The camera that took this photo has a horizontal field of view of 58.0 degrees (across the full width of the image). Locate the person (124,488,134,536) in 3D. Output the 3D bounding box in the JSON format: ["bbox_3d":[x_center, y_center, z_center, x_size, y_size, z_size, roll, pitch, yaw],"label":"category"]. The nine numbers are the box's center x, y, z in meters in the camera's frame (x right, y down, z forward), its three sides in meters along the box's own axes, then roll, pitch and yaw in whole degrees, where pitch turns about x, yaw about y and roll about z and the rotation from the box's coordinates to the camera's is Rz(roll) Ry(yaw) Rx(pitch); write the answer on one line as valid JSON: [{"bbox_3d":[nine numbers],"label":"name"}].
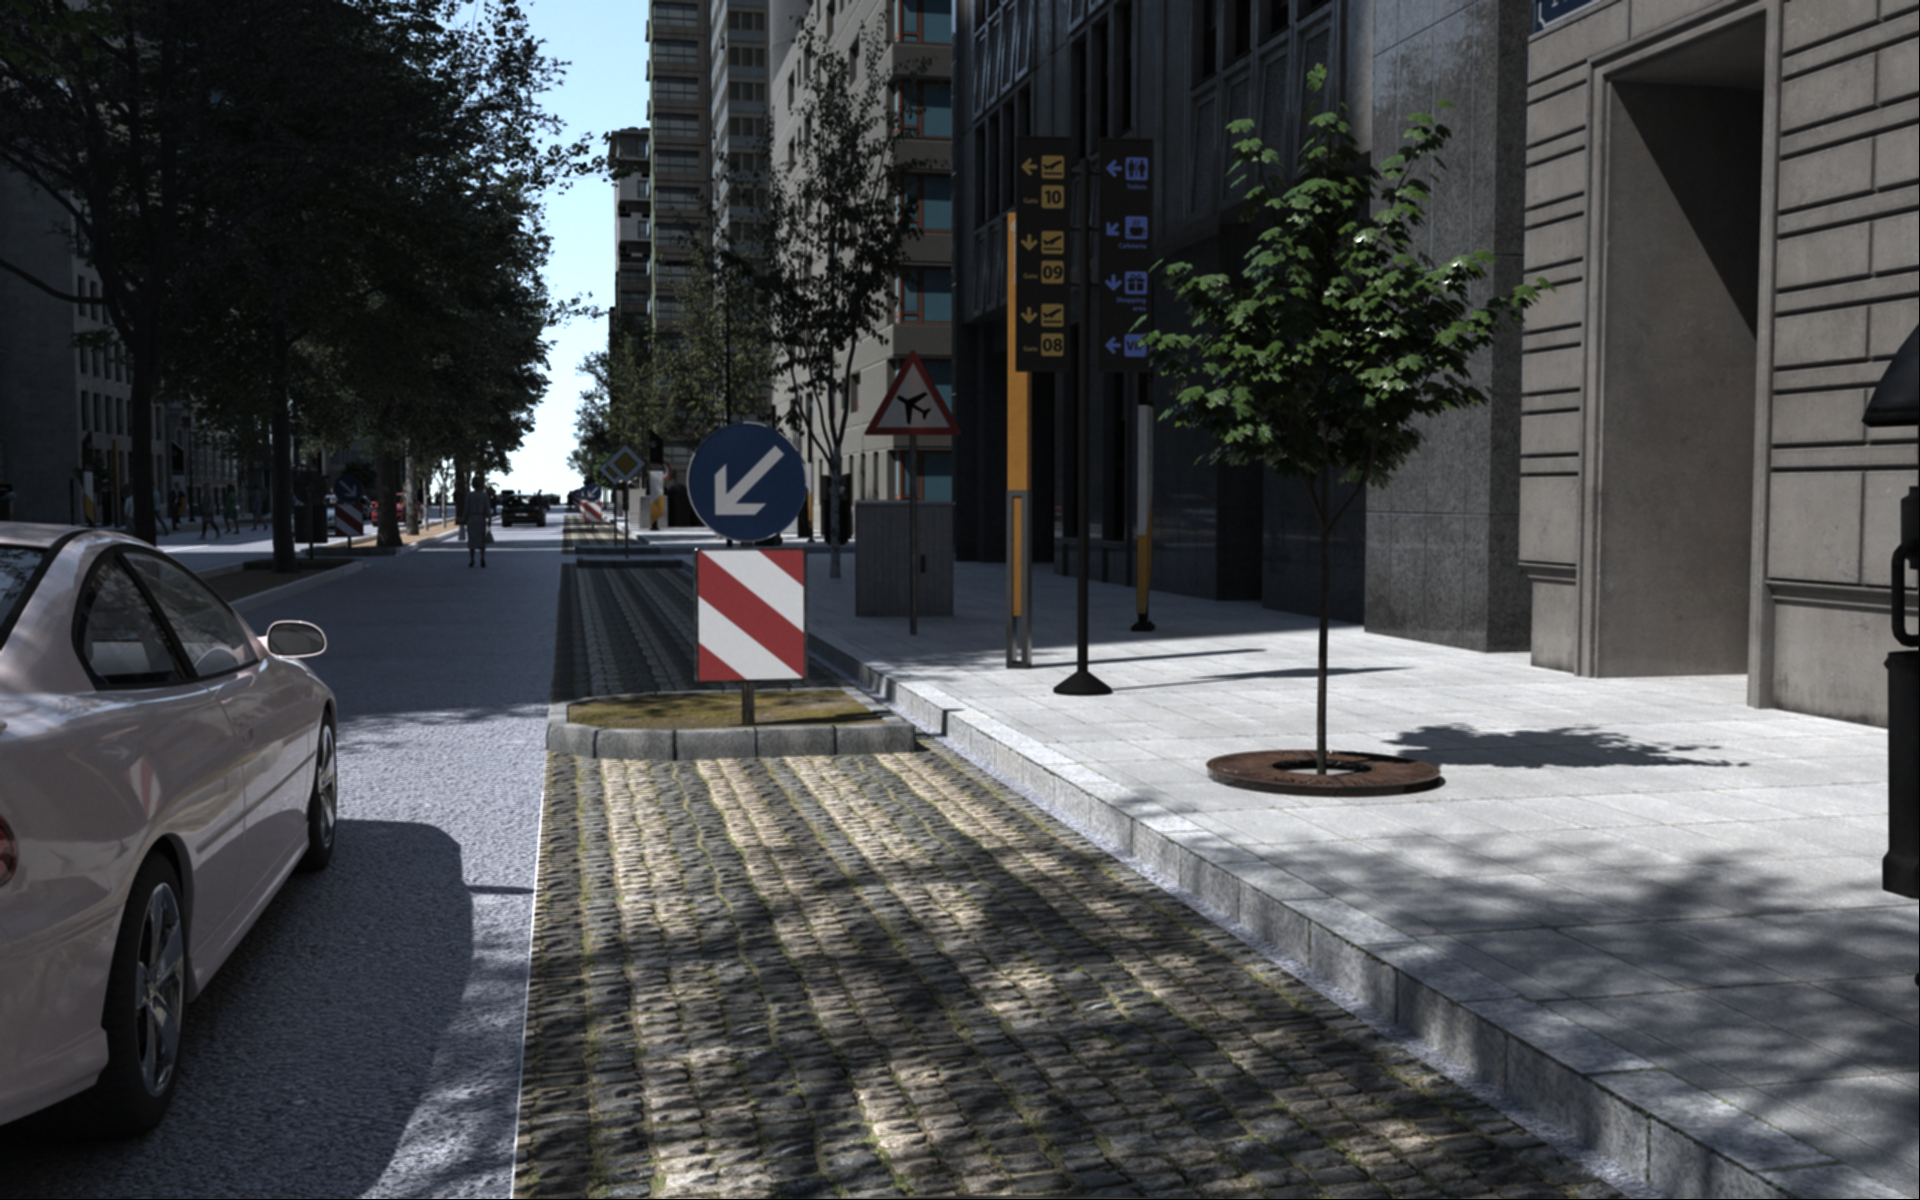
[{"bbox_3d":[-23.425,-2.371,49.076,0.589,1.601,0.330,-3,5,-42],"label":"person"}]

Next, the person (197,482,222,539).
[{"bbox_3d":[-23.660,-2.808,54.596,0.728,1.800,0.709,-3,4,-39],"label":"person"}]

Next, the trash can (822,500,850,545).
[{"bbox_3d":[-3.135,-1.972,43.900,0.748,1.137,0.748,0,3,0],"label":"trash can"}]

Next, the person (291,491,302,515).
[{"bbox_3d":[-27.111,-3.797,70.673,0.616,1.811,0.778,-2,4,-28],"label":"person"}]

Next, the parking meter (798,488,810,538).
[{"bbox_3d":[-4.597,-2.606,51.024,0.372,1.533,0.369,0,3,0],"label":"parking meter"}]

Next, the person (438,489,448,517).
[{"bbox_3d":[-32.863,-6.193,110.025,0.678,1.792,0.850,0,4,-2],"label":"person"}]

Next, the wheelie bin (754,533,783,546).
[{"bbox_3d":[-4.807,-2.140,42.904,0.693,1.594,0.980,1,4,17],"label":"wheelie bin"}]

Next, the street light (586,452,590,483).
[{"bbox_3d":[-30.877,-10.718,147.783,1.470,5.913,1.316,-1,4,-13],"label":"street light"}]

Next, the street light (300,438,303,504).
[{"bbox_3d":[-42.594,-8.620,113.477,1.470,5.913,1.316,-1,4,-13],"label":"street light"}]

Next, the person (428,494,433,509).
[{"bbox_3d":[-52.460,-9.767,171.442,1.065,1.426,0.557,-3,4,-36],"label":"person"}]

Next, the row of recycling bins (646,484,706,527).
[{"bbox_3d":[-10.691,-3.740,68.268,3.534,1.692,1.069,-3,4,-38],"label":"row of recycling bins"}]

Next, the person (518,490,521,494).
[{"bbox_3d":[-29.718,-6.584,116.965,1.217,1.723,0.721,0,4,2],"label":"person"}]

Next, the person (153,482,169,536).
[{"bbox_3d":[-27.547,-3.118,59.339,0.748,1.841,0.638,0,4,7],"label":"person"}]

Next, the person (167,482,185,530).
[{"bbox_3d":[-30.885,-3.698,68.318,0.474,1.900,0.648,0,4,7],"label":"person"}]

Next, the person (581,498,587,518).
[{"bbox_3d":[-22.230,-5.733,102.474,0.600,1.795,0.529,1,4,14],"label":"person"}]

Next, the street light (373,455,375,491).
[{"bbox_3d":[-52.109,-11.195,155.585,1.470,5.913,1.316,-1,4,-13],"label":"street light"}]

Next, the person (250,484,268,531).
[{"bbox_3d":[-27.496,-3.629,67.856,0.654,1.822,0.581,1,4,10],"label":"person"}]

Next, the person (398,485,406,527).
[{"bbox_3d":[-23.974,-4.072,74.984,0.656,1.842,0.836,-1,4,-23],"label":"person"}]

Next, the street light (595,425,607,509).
[{"bbox_3d":[-23.591,-8.743,115.492,1.470,5.913,1.316,-1,4,-13],"label":"street light"}]

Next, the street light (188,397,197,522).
[{"bbox_3d":[-35.014,-6.579,80.100,1.470,5.913,1.316,-1,4,-13],"label":"street light"}]

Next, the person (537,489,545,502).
[{"bbox_3d":[-28.864,-6.752,119.351,0.568,1.767,0.683,-1,4,-12],"label":"person"}]

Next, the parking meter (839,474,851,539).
[{"bbox_3d":[-3.320,-2.671,49.388,0.399,1.863,0.255,2,4,24],"label":"parking meter"}]

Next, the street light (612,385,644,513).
[{"bbox_3d":[-14.053,-6.189,73.725,1.470,5.913,1.316,-1,4,-13],"label":"street light"}]

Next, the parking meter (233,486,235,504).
[{"bbox_3d":[-43.280,-5.944,102.889,0.255,1.863,0.399,3,5,43],"label":"parking meter"}]

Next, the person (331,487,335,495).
[{"bbox_3d":[-26.078,-3.850,72.206,0.466,1.731,0.760,1,4,16],"label":"person"}]

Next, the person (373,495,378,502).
[{"bbox_3d":[-47.983,-8.121,141.968,0.721,1.739,1.217,1,4,8],"label":"person"}]

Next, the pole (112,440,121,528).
[{"bbox_3d":[-31.809,-4.372,65.326,0.158,3.312,0.155,0,3,0],"label":"pole"}]

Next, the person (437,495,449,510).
[{"bbox_3d":[-38.461,-7.316,128.944,1.217,1.723,0.721,2,4,29],"label":"person"}]

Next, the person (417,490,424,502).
[{"bbox_3d":[-47.274,-8.738,151.396,1.348,1.821,0.705,1,4,14],"label":"person"}]

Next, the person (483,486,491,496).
[{"bbox_3d":[-26.151,-5.357,95.451,0.474,1.900,0.648,1,4,15],"label":"person"}]

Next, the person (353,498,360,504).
[{"bbox_3d":[-31.787,-5.042,91.107,0.590,1.801,0.661,-2,4,-29],"label":"person"}]

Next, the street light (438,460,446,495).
[{"bbox_3d":[-70.444,-16.104,235.842,1.470,5.913,1.316,-1,4,-13],"label":"street light"}]

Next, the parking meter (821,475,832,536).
[{"bbox_3d":[-4.112,-2.928,53.578,0.255,1.863,0.399,2,4,29],"label":"parking meter"}]

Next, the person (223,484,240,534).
[{"bbox_3d":[-26.272,-3.282,62.410,0.529,1.795,0.600,0,4,-8],"label":"person"}]

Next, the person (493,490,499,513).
[{"bbox_3d":[-34.217,-7.249,127.734,0.721,1.743,1.217,-2,4,-29],"label":"person"}]

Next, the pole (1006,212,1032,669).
[{"bbox_3d":[0.436,-1.153,12.687,0.158,3.312,0.155,0,3,0],"label":"pole"}]

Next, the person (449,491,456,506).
[{"bbox_3d":[-62.270,-12.533,213.371,1.348,1.831,0.705,-1,4,-23],"label":"person"}]

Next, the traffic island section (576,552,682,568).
[{"bbox_3d":[-6.642,-0.756,34.645,2.009,0.180,2.903,-1,4,-13],"label":"traffic island section"}]

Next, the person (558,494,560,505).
[{"bbox_3d":[-53.858,-13.514,232.717,0.557,1.426,1.065,-1,4,-10],"label":"person"}]

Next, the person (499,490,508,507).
[{"bbox_3d":[-34.745,-7.528,132.368,0.721,1.735,1.217,3,4,37],"label":"person"}]

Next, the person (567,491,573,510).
[{"bbox_3d":[-33.522,-8.532,148.909,0.541,1.710,0.530,-2,4,-34],"label":"person"}]

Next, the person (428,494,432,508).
[{"bbox_3d":[-56.050,-10.464,182.778,0.628,1.438,0.799,-1,4,-9],"label":"person"}]

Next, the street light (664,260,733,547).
[{"bbox_3d":[-5.173,-3.797,34.629,1.470,5.913,1.316,-1,4,-13],"label":"street light"}]

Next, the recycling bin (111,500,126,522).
[{"bbox_3d":[-38.169,-4.055,78.848,0.722,1.027,0.722,3,5,39],"label":"recycling bin"}]

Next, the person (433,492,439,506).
[{"bbox_3d":[-62.000,-11.998,205.391,1.217,1.736,0.721,1,4,17],"label":"person"}]

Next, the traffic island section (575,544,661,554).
[{"bbox_3d":[-8.414,-1.232,42.432,2.009,0.180,2.903,-1,4,-13],"label":"traffic island section"}]

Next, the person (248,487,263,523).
[{"bbox_3d":[-34.640,-4.687,85.233,0.694,1.812,0.767,0,4,-4],"label":"person"}]

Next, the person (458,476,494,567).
[{"bbox_3d":[-9.488,-1.532,33.906,0.694,1.780,0.624,-1,4,-11],"label":"person"}]

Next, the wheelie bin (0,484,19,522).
[{"bbox_3d":[-29.117,-2.735,52.620,0.980,1.594,0.693,-1,4,-17],"label":"wheelie bin"}]
